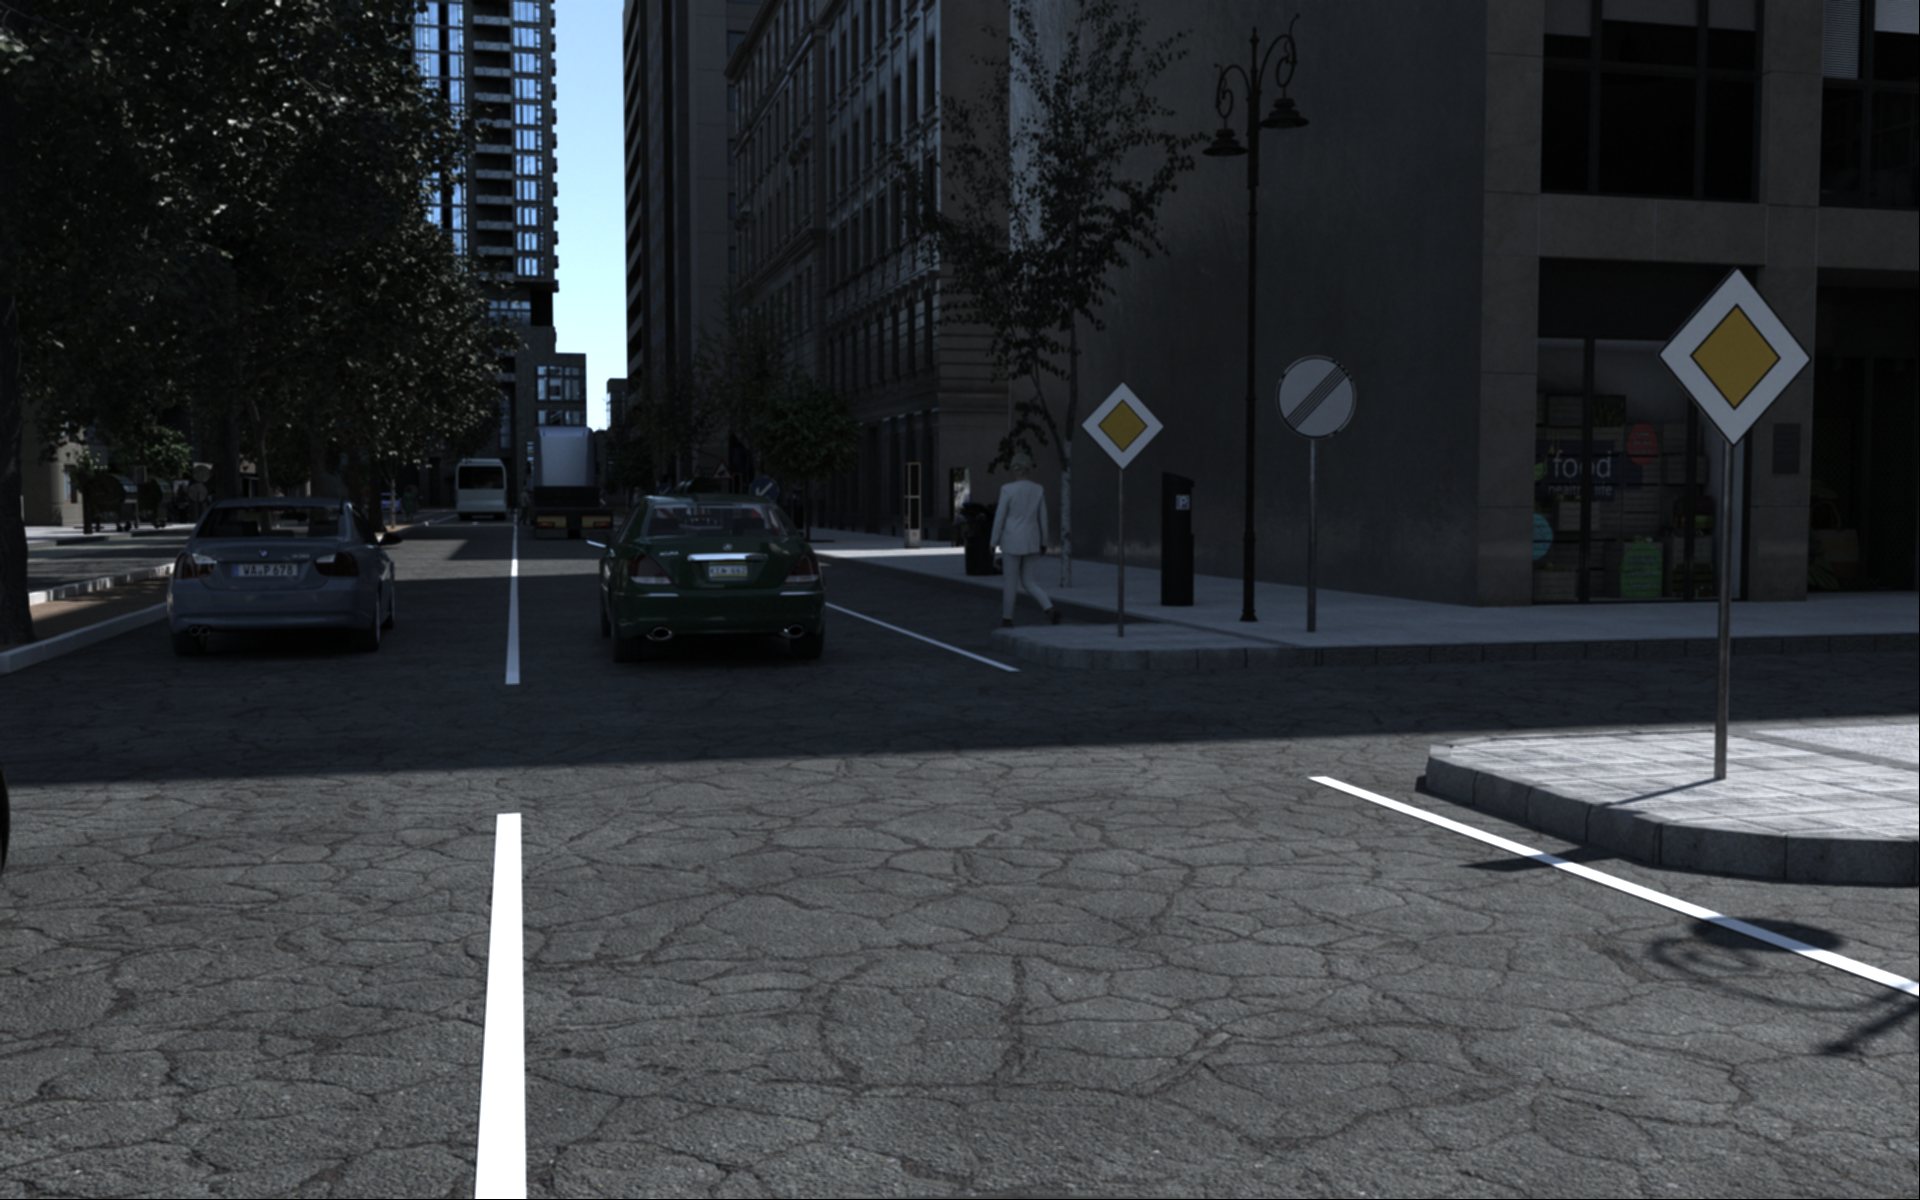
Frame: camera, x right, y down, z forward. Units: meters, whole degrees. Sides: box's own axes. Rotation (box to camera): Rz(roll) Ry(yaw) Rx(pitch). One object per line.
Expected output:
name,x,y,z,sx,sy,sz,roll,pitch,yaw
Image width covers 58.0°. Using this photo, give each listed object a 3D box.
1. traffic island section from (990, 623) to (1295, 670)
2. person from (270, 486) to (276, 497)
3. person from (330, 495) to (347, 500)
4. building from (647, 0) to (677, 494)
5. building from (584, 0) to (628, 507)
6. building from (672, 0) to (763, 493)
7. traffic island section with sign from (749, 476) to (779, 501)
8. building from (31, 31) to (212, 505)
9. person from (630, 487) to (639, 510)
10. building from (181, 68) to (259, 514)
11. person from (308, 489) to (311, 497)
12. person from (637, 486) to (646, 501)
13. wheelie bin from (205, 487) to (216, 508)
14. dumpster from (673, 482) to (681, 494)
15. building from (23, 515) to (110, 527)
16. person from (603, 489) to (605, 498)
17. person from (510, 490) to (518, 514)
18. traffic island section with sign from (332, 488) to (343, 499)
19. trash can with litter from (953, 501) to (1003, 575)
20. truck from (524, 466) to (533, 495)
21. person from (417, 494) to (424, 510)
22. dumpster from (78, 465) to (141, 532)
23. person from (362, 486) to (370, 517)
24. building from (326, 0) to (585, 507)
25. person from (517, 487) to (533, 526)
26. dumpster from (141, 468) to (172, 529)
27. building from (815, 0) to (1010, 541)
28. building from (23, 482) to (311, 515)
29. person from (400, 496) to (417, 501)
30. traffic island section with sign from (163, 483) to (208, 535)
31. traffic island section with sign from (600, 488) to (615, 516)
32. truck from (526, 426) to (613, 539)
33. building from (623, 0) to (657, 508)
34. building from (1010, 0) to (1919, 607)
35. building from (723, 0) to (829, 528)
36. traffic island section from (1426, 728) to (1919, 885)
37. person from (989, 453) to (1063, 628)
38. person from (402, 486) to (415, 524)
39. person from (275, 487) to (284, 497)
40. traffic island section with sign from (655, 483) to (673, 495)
traffic island section,1.461,0.411,15.561,2.009,0.180,2.903,-1,4,-14
person,-31.572,-4.314,79.373,0.599,1.781,0.374,0,4,-2
person,-40.349,-6.345,112.251,1.348,1.824,0.705,-3,5,-42
building,-16.299,-29.522,132.797,14.600,45.320,14.200,-1,4,-14
building,-24.094,-53.401,185.769,31.000,86.520,22.319,-1,4,-14
building,-8.068,-34.900,112.612,21.231,58.520,28.212,-1,4,-14
traffic island section with sign,-4.665,-1.884,39.426,1.989,1.847,2.006,-1,4,-14
building,-56.396,-30.728,91.638,28.713,52.752,27.495,-1,4,-14
person,-15.547,-4.551,83.387,0.782,1.767,0.515,2,4,30
building,-54.542,-28.362,113.826,14.600,45.320,14.200,-1,4,-14
person,-30.626,-4.428,81.902,0.512,1.701,0.522,-1,4,-9
person,-14.379,-4.248,78.060,0.767,1.812,0.694,1,4,21
wheelie bin,-34.428,-4.397,79.799,0.693,1.594,0.980,-2,4,-26
dumpster,-11.637,-4.208,74.566,1.264,1.857,1.865,-1,4,-14
building,-47.641,-13.086,58.989,27.650,21.520,28.899,-1,4,-14
person,-24.513,-6.744,118.762,0.705,1.824,1.348,0,4,-8
person,-32.271,-7.087,125.286,0.530,1.710,0.541,-1,4,-12
traffic island section with sign,-39.533,-6.208,110.135,1.989,1.847,2.006,-1,4,-14
trash can with litter,0.454,-0.987,27.530,1.055,1.170,0.624,-3,5,-42
truck,-37.234,-10.023,153.637,2.967,4.110,18.799,-1,4,-14
person,-47.506,-8.611,152.528,0.697,1.427,0.421,-2,4,-34
dumpster,-28.886,-3.438,58.701,1.502,2.255,1.985,-1,4,-14
person,-27.210,-4.341,79.442,0.573,1.828,0.580,1,4,14
building,-55.064,-52.948,178.379,31.000,86.520,22.319,-1,4,-14
person,-19.403,-4.181,77.339,0.782,1.767,0.515,3,5,42
dumpster,-30.243,-3.782,64.331,1.502,2.255,1.985,-1,4,-14
building,1.721,-12.658,56.113,9.793,20.994,18.267,-1,4,-14
building,-67.175,-17.856,136.991,28.899,21.520,27.650,-1,4,-14
person,-38.943,-6.926,122.454,1.217,1.743,0.721,-1,4,-14
traffic island section with sign,-27.079,-3.234,61.498,1.989,1.847,2.006,-1,4,-14
traffic island section with sign,-23.866,-6.465,114.330,1.989,1.847,2.006,-1,4,-14
truck,-14.380,-4.508,63.457,2.967,4.110,18.799,-1,4,-14
building,-17.825,-32.288,151.605,21.300,48.544,21.600,-1,4,-14
building,19.938,-13.930,32.278,34.151,26.468,19.350,-1,4,-14
building,-2.895,-17.144,77.570,12.463,27.353,25.104,-1,4,-14
traffic island section,3.444,0.884,7.825,2.009,0.180,2.903,-1,4,-14
person,0.656,-0.548,17.346,0.818,1.842,0.514,3,5,41
person,-26.376,-4.534,82.880,0.600,1.795,0.529,-2,4,-28
person,-29.093,-3.957,73.940,0.466,1.731,0.760,-1,4,-17
traffic island section with sign,-11.352,-3.481,65.541,1.989,1.847,2.006,-1,4,-14
